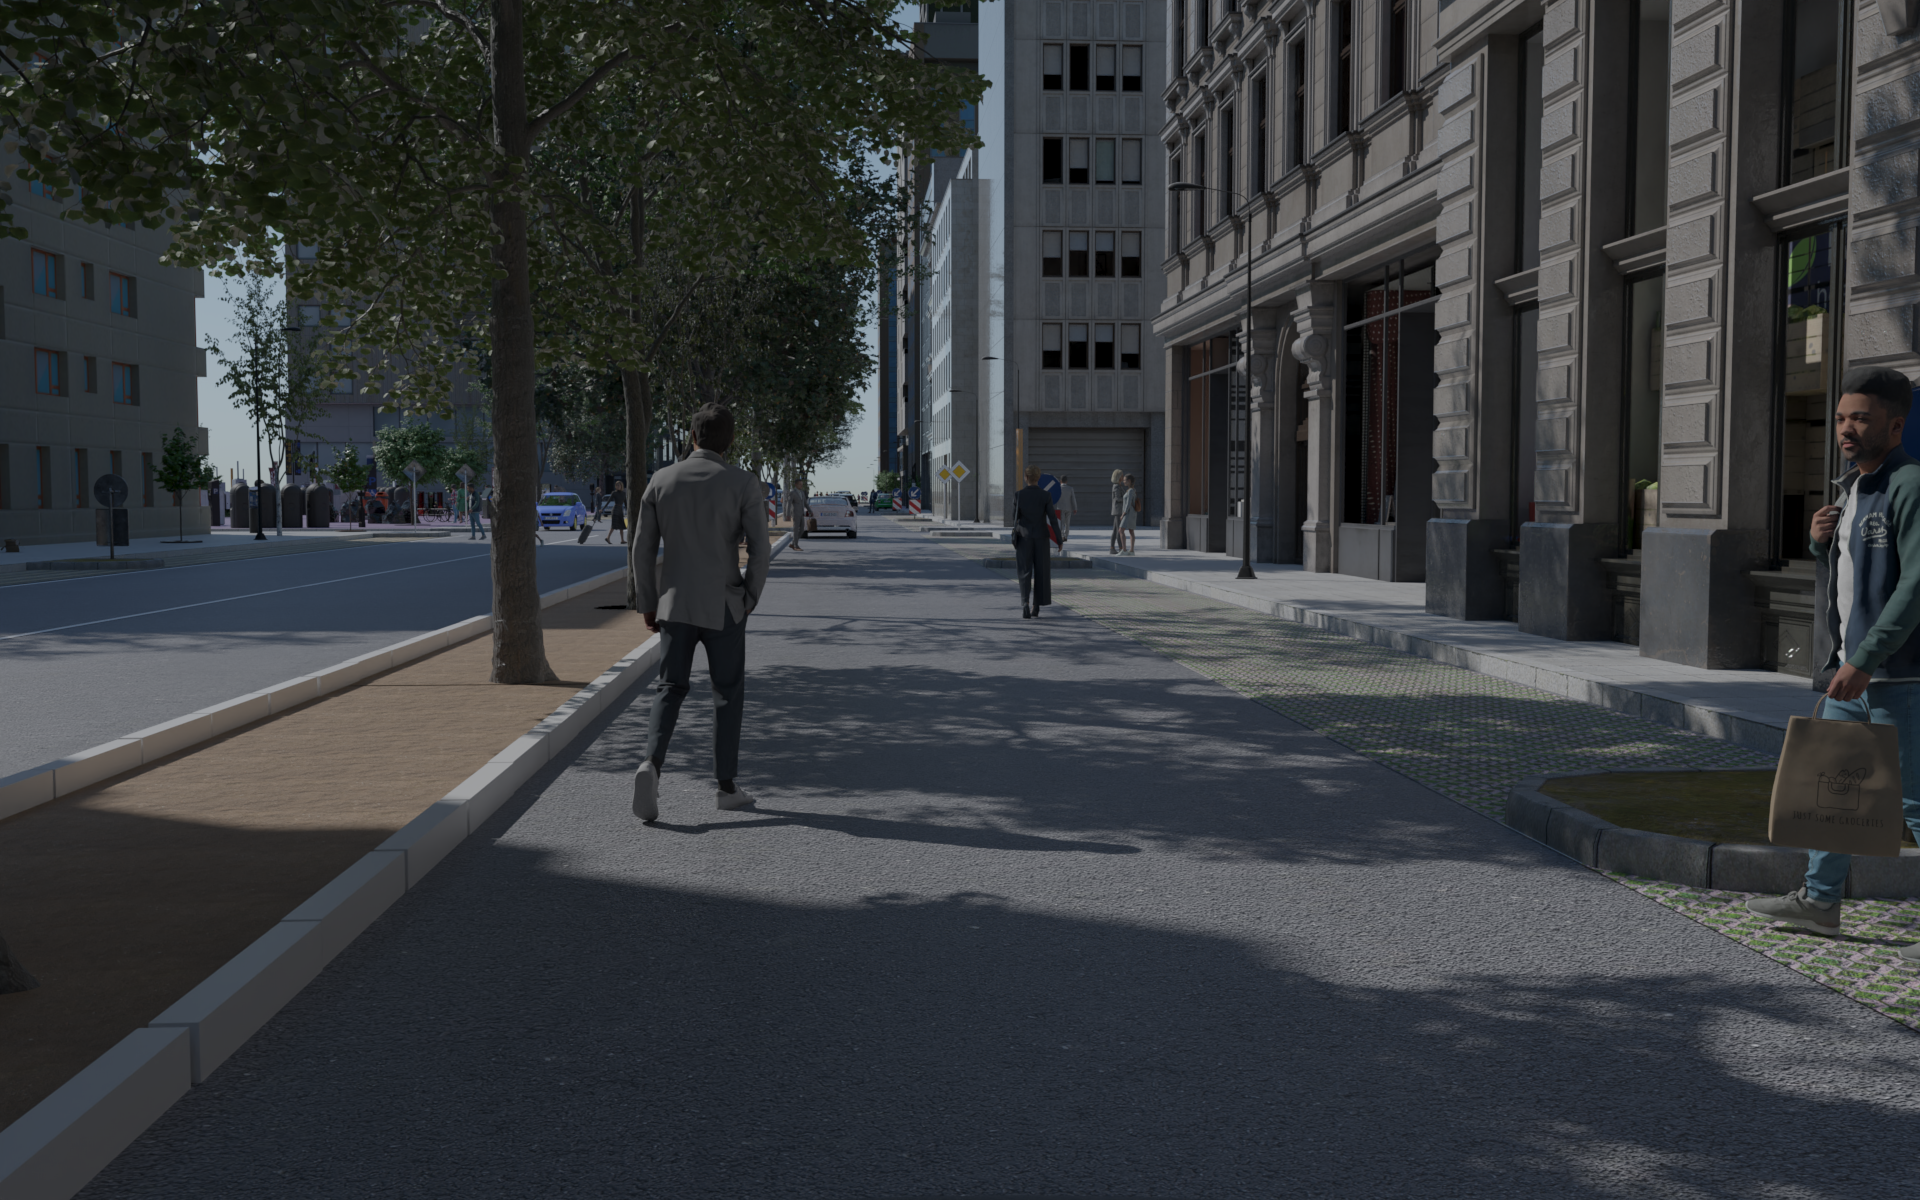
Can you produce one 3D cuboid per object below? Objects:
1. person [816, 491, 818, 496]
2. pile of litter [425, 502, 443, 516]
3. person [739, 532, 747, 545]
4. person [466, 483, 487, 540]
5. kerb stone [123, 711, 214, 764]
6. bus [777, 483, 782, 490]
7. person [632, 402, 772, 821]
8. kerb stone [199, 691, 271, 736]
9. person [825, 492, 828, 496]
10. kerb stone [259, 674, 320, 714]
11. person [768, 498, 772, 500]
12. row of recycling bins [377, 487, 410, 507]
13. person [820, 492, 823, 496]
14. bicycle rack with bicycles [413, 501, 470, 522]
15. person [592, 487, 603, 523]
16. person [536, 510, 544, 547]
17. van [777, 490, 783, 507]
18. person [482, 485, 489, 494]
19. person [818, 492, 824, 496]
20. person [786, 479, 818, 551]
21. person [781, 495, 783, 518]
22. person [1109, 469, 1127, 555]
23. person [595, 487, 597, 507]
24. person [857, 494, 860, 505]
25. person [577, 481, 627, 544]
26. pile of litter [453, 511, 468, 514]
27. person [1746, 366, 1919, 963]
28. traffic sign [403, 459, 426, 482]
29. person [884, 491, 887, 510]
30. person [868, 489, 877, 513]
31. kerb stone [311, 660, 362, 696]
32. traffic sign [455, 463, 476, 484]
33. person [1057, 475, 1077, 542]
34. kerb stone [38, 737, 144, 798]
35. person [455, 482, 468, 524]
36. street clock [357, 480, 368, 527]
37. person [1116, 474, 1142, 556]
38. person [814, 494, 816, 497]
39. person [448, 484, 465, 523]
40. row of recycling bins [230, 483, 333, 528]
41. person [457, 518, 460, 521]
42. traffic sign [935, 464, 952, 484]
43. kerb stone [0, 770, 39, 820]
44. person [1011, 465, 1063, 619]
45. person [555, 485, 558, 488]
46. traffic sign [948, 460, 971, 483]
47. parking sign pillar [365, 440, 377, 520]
[{"bbox_3d":[-18.919,-13.563,230.199,0.705,1.831,1.348,0,4,-1],"label":"person"},{"bbox_3d":[-31.485,-5.453,103.116,1.719,0.858,1.176,-2,4,-32],"label":"pile of litter"},{"bbox_3d":[-6.008,-2.426,48.354,0.419,1.800,0.721,-2,4,-27],"label":"person"},{"bbox_3d":[-15.183,-2.769,54.125,0.623,1.781,0.721,3,4,39],"label":"person"},{"bbox_3d":[-4.399,0.769,9.618,0.120,0.150,1.000,0,4,-4],"label":"kerb stone"},{"bbox_3d":[-30.631,-17.677,283.882,2.948,3.499,13.247,0,4,-6],"label":"bus"},{"bbox_3d":[-1.162,0.038,7.728,0.661,1.843,0.795,1,4,13],"label":"person"},{"bbox_3d":[-4.475,0.707,10.639,0.120,0.150,1.000,0,4,-4],"label":"kerb stone"},{"bbox_3d":[-20.303,-15.689,264.957,1.348,1.831,0.705,3,5,39],"label":"person"},{"bbox_3d":[-4.539,0.644,11.663,0.120,0.150,1.000,0,4,-4],"label":"kerb stone"},{"bbox_3d":[-15.516,-8.004,139.706,0.721,1.781,0.623,-1,4,-15],"label":"person"},{"bbox_3d":[-32.108,-5.542,97.724,1.069,1.692,3.534,-3,5,-42],"label":"row of recycling bins"},{"bbox_3d":[-20.752,-15.293,259.254,0.721,1.735,1.217,-2,4,-32],"label":"person"},{"bbox_3d":[-23.612,-4.043,79.489,2.925,0.926,2.852,1,4,21],"label":"bicycle rack with bicycles"},{"bbox_3d":[-18.119,-4.750,86.586,0.534,1.772,0.576,-2,4,-27],"label":"person"},{"bbox_3d":[-11.581,-2.051,47.045,0.382,1.210,0.505,3,4,36],"label":"person"},{"bbox_3d":[-17.711,-9.840,167.888,2.013,2.044,4.112,0,4,-4],"label":"van"},{"bbox_3d":[-26.816,-5.624,98.336,0.623,1.781,0.721,-3,5,-44],"label":"person"},{"bbox_3d":[-21.628,-15.923,268.848,1.348,1.822,0.705,-1,4,-19],"label":"person"},{"bbox_3d":[-4.059,-2.145,43.697,0.853,1.813,0.709,2,4,33],"label":"person"},{"bbox_3d":[-10.448,-5.723,103.074,0.512,1.701,0.522,3,5,44],"label":"person"},{"bbox_3d":[3.424,-1.861,36.658,0.526,1.800,0.537,1,4,21],"label":"person"},{"bbox_3d":[-29.031,-8.110,138.609,0.580,1.828,0.573,2,4,32],"label":"person"},{"bbox_3d":[-13.599,-13.535,233.035,0.421,1.427,0.697,0,4,7],"label":"person"},{"bbox_3d":[-10.145,-2.495,49.512,1.509,1.804,0.699,0,4,-6],"label":"person"},{"bbox_3d":[-30.457,-5.601,105.538,1.176,0.858,1.719,2,4,25],"label":"pile of litter"},{"bbox_3d":[2.828,0.193,5.335,0.713,1.824,0.794,2,4,26],"label":"person"},{"bbox_3d":[-18.261,-3.412,57.971,0.795,2.593,0.064,0,4,-4],"label":"traffic sign"},{"bbox_3d":[-6.888,-9.139,158.605,0.721,1.739,1.217,-1,4,-22],"label":"person"},{"bbox_3d":[-6.532,-7.375,129.263,0.721,1.800,0.419,1,4,22],"label":"person"},{"bbox_3d":[-4.599,0.581,12.695,0.120,0.150,1.000,0,4,-4],"label":"kerb stone"},{"bbox_3d":[-18.822,-3.899,65.936,0.795,2.593,0.064,0,4,-4],"label":"traffic sign"},{"bbox_3d":[2.780,-2.450,46.373,0.678,1.792,0.850,0,4,-5],"label":"person"},{"bbox_3d":[-4.327,0.837,8.598,0.120,0.150,1.000,0,4,-4],"label":"kerb stone"},{"bbox_3d":[-21.309,-4.157,74.252,0.600,1.795,0.529,-3,5,-43],"label":"person"},{"bbox_3d":[-22.980,-3.788,66.509,0.471,2.002,0.358,2,4,31],"label":"street clock"},{"bbox_3d":[3.514,-1.768,35.951,0.522,1.701,0.512,1,4,10],"label":"person"},{"bbox_3d":[-24.695,-17.480,295.217,0.541,1.710,0.530,0,4,-3],"label":"person"},{"bbox_3d":[-22.136,-4.234,76.104,0.643,1.720,0.563,0,4,-1],"label":"person"},{"bbox_3d":[-25.863,-3.594,65.873,3.534,1.692,1.069,-1,4,-20],"label":"row of recycling bins"},{"bbox_3d":[-23.764,-4.354,81.912,0.332,1.250,0.352,1,4,12],"label":"person"},{"bbox_3d":[-0.572,-3.976,67.198,0.795,2.593,0.064,0,4,-4],"label":"traffic sign"},{"bbox_3d":[-4.253,0.897,7.573,0.120,0.150,1.000,0,4,-4],"label":"kerb stone"},{"bbox_3d":[0.874,-0.680,20.048,0.576,1.772,0.534,-1,4,-16],"label":"person"},{"bbox_3d":[-24.034,-5.950,103.351,0.620,1.820,0.660,2,4,34],"label":"person"},{"bbox_3d":[-0.010,-3.489,59.233,0.795,2.593,0.064,0,4,-4],"label":"traffic sign"},{"bbox_3d":[-29.336,-5.993,86.463,1.447,3.967,1.447,-1,4,-19],"label":"parking sign pillar"}]
